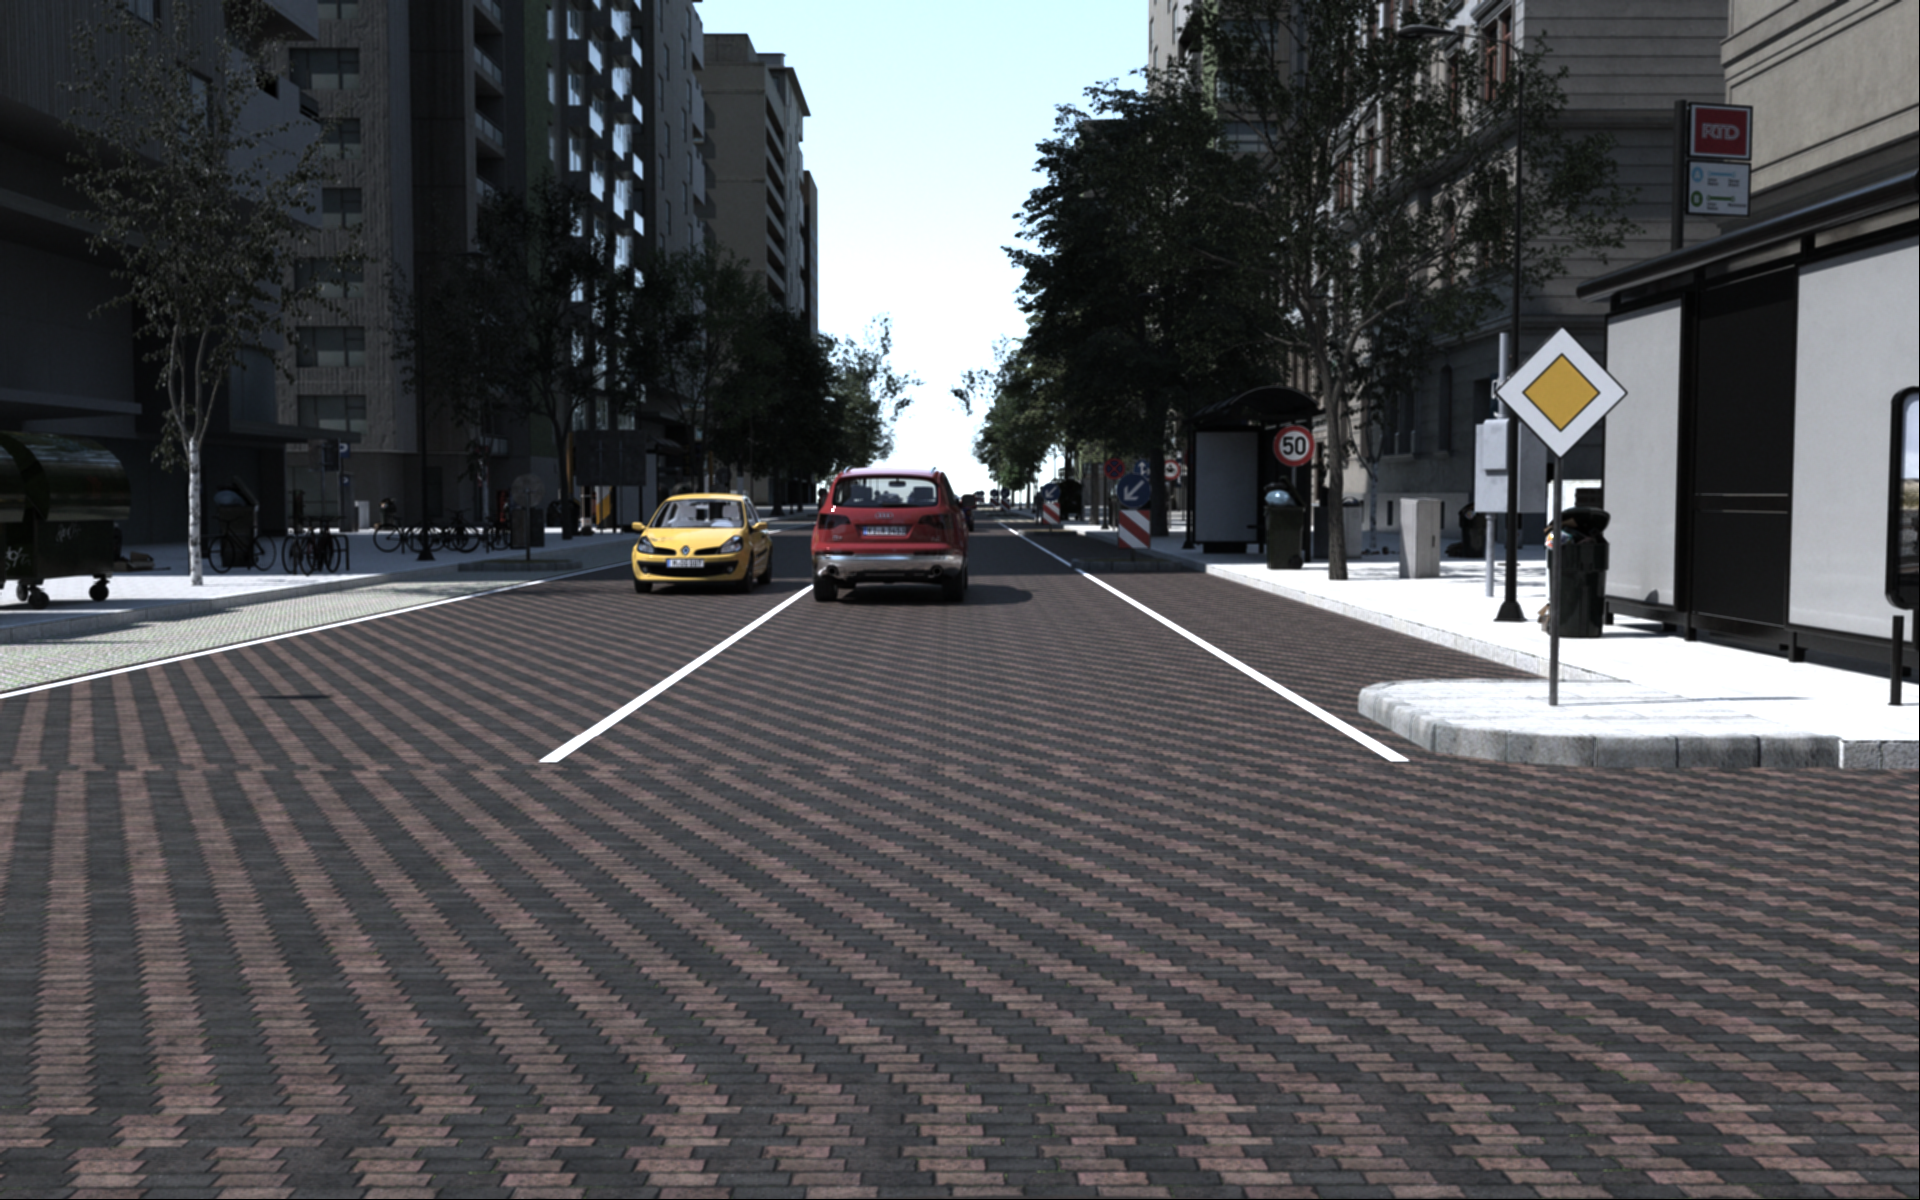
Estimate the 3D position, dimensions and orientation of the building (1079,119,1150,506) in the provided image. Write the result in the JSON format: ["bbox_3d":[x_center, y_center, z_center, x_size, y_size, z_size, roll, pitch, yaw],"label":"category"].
[{"bbox_3d":[20.125,-31.104,192.152,14.154,41.232,14.086,0,4,0],"label":"building"}]

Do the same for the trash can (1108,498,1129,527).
[{"bbox_3d":[6.073,-3.401,67.256,0.748,1.137,0.748,0,3,0],"label":"trash can"}]

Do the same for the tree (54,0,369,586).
[{"bbox_3d":[-10.586,-4.518,24.234,4.360,8.622,3.978,0,3,0],"label":"tree"}]

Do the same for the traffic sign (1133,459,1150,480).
[{"bbox_3d":[6.745,-3.889,63.697,0.768,2.556,0.104,0,4,2],"label":"traffic sign"}]

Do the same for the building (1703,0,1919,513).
[{"bbox_3d":[28.741,-11.754,25.469,30.059,22.955,16.112,0,4,0],"label":"building"}]

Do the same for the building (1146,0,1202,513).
[{"bbox_3d":[27.255,-32.150,114.886,28.713,52.752,27.495,0,4,0],"label":"building"}]

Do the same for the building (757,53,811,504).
[{"bbox_3d":[-33.389,-38.105,212.250,28.713,52.752,27.495,0,4,0],"label":"building"}]

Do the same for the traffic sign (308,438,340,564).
[{"bbox_3d":[-11.680,-1.816,31.817,0.606,2.300,0.079,0,4,7],"label":"traffic sign"}]

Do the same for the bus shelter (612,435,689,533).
[{"bbox_3d":[-10.808,-4.042,60.006,2.014,3.302,5.546,0,4,0],"label":"bus shelter"}]

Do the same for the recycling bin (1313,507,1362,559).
[{"bbox_3d":[7.521,-1.342,34.494,0.722,1.027,0.722,-1,4,-18],"label":"recycling bin"}]

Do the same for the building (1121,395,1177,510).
[{"bbox_3d":[29.538,-27.499,141.483,32.217,40.220,23.993,0,4,0],"label":"building"}]

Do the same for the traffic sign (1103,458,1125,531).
[{"bbox_3d":[5.393,-3.701,60.615,0.768,2.556,0.104,0,3,0],"label":"traffic sign"}]

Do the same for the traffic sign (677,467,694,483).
[{"bbox_3d":[-12.421,-4.784,78.328,0.768,2.556,0.104,0,4,3],"label":"traffic sign"}]

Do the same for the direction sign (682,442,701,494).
[{"bbox_3d":[-11.644,-5.103,75.438,0.876,3.537,0.379,-1,4,-9],"label":"direction sign"}]

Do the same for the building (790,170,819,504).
[{"bbox_3d":[-26.487,-35.671,233.324,14.600,45.320,14.200,0,4,0],"label":"building"}]

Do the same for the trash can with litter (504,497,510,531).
[{"bbox_3d":[-15.404,-3.011,60.616,1.055,1.170,0.624,-1,4,-18],"label":"trash can with litter"}]

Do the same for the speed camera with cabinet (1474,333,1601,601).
[{"bbox_3d":[7.229,-1.625,20.904,0.660,3.252,2.038,-2,4,-35],"label":"speed camera with cabinet"}]

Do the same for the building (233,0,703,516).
[{"bbox_3d":[-34.066,-33.066,129.860,28.713,52.752,27.495,0,4,0],"label":"building"}]

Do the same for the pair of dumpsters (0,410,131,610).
[{"bbox_3d":[-10.686,-0.987,18.628,1.574,2.255,4.437,0,4,0],"label":"pair of dumpsters"}]

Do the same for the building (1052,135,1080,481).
[{"bbox_3d":[24.510,-37.302,229.491,23.786,49.044,30.456,0,4,0],"label":"building"}]

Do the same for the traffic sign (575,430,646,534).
[{"bbox_3d":[-11.054,-3.730,54.853,2.265,3.308,0.079,0,4,4],"label":"traffic sign"}]

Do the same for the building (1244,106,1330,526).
[{"bbox_3d":[18.803,-12.908,75.673,10.561,19.102,19.286,0,4,0],"label":"building"}]

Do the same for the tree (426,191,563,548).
[{"bbox_3d":[-11.606,-5.559,41.255,4.360,8.622,3.978,0,3,0],"label":"tree"}]

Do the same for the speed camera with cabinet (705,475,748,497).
[{"bbox_3d":[-11.387,-5.511,84.442,2.038,3.252,0.660,0,4,4],"label":"speed camera with cabinet"}]

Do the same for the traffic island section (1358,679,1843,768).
[{"bbox_3d":[3.617,0.720,10.512,2.009,0.180,2.903,0,4,0],"label":"traffic island section"}]

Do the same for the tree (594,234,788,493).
[{"bbox_3d":[-10.770,-8.869,70.771,9.928,11.665,9.643,0,3,0],"label":"tree"}]

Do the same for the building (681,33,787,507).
[{"bbox_3d":[-30.473,-34.458,187.091,21.300,48.544,21.600,0,4,0],"label":"building"}]

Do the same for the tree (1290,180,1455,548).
[{"bbox_3d":[9.876,-5.563,41.316,4.360,8.622,3.978,0,3,0],"label":"tree"}]

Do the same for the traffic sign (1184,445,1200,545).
[{"bbox_3d":[5.976,-2.645,43.344,0.768,2.556,0.104,0,4,1],"label":"traffic sign"}]

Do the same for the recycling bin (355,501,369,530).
[{"bbox_3d":[-21.896,-3.069,62.728,0.722,1.027,0.722,1,4,10],"label":"recycling bin"}]

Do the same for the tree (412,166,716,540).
[{"bbox_3d":[-11.123,-6.997,48.807,8.767,10.594,7.601,-1,4,-14],"label":"tree"}]

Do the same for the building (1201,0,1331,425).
[{"bbox_3d":[19.974,-25.129,94.447,14.154,41.232,14.086,0,4,0],"label":"building"}]

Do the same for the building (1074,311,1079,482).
[{"bbox_3d":[20.619,-26.645,207.347,14.160,30.474,14.107,0,4,0],"label":"building"}]

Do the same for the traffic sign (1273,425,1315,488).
[{"bbox_3d":[6.155,-1.948,31.961,0.768,2.556,0.104,1,4,8],"label":"traffic sign"}]

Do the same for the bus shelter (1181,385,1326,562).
[{"bbox_3d":[5.815,-2.507,34.913,2.014,3.302,5.546,0,4,0],"label":"bus shelter"}]

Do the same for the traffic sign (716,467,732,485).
[{"bbox_3d":[-11.129,-4.985,81.611,0.768,2.556,0.104,0,4,1],"label":"traffic sign"}]

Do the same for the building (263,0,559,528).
[{"bbox_3d":[-25.034,-23.624,69.853,14.154,41.232,14.086,0,4,0],"label":"building"}]

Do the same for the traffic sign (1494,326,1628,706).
[{"bbox_3d":[3.594,-0.415,10.435,0.795,2.450,0.064,0,4,0],"label":"traffic sign"}]

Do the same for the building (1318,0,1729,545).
[{"bbox_3d":[20.067,-16.307,54.012,14.401,28.519,23.554,0,4,0],"label":"building"}]

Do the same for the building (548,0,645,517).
[{"bbox_3d":[-30.996,-29.414,100.521,23.786,49.044,30.456,0,4,0],"label":"building"}]

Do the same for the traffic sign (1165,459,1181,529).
[{"bbox_3d":[7.719,-3.888,63.671,0.768,2.556,0.104,0,3,0],"label":"traffic sign"}]

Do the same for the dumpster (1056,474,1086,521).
[{"bbox_3d":[5.291,-4.979,83.900,1.502,2.255,1.985,0,4,0],"label":"dumpster"}]

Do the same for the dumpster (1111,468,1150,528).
[{"bbox_3d":[6.501,-3.816,64.884,1.502,2.255,1.985,0,4,0],"label":"dumpster"}]

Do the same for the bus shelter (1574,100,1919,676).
[{"bbox_3d":[7.118,-2.310,15.404,2.179,5.291,8.768,0,4,0],"label":"bus shelter"}]

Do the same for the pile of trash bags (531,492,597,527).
[{"bbox_3d":[-15.659,-3.545,67.713,3.447,1.369,1.912,0,4,8],"label":"pile of trash bags"}]

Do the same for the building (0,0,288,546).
[{"bbox_3d":[-31.173,-27.363,36.625,28.713,52.752,27.495,0,4,0],"label":"building"}]
